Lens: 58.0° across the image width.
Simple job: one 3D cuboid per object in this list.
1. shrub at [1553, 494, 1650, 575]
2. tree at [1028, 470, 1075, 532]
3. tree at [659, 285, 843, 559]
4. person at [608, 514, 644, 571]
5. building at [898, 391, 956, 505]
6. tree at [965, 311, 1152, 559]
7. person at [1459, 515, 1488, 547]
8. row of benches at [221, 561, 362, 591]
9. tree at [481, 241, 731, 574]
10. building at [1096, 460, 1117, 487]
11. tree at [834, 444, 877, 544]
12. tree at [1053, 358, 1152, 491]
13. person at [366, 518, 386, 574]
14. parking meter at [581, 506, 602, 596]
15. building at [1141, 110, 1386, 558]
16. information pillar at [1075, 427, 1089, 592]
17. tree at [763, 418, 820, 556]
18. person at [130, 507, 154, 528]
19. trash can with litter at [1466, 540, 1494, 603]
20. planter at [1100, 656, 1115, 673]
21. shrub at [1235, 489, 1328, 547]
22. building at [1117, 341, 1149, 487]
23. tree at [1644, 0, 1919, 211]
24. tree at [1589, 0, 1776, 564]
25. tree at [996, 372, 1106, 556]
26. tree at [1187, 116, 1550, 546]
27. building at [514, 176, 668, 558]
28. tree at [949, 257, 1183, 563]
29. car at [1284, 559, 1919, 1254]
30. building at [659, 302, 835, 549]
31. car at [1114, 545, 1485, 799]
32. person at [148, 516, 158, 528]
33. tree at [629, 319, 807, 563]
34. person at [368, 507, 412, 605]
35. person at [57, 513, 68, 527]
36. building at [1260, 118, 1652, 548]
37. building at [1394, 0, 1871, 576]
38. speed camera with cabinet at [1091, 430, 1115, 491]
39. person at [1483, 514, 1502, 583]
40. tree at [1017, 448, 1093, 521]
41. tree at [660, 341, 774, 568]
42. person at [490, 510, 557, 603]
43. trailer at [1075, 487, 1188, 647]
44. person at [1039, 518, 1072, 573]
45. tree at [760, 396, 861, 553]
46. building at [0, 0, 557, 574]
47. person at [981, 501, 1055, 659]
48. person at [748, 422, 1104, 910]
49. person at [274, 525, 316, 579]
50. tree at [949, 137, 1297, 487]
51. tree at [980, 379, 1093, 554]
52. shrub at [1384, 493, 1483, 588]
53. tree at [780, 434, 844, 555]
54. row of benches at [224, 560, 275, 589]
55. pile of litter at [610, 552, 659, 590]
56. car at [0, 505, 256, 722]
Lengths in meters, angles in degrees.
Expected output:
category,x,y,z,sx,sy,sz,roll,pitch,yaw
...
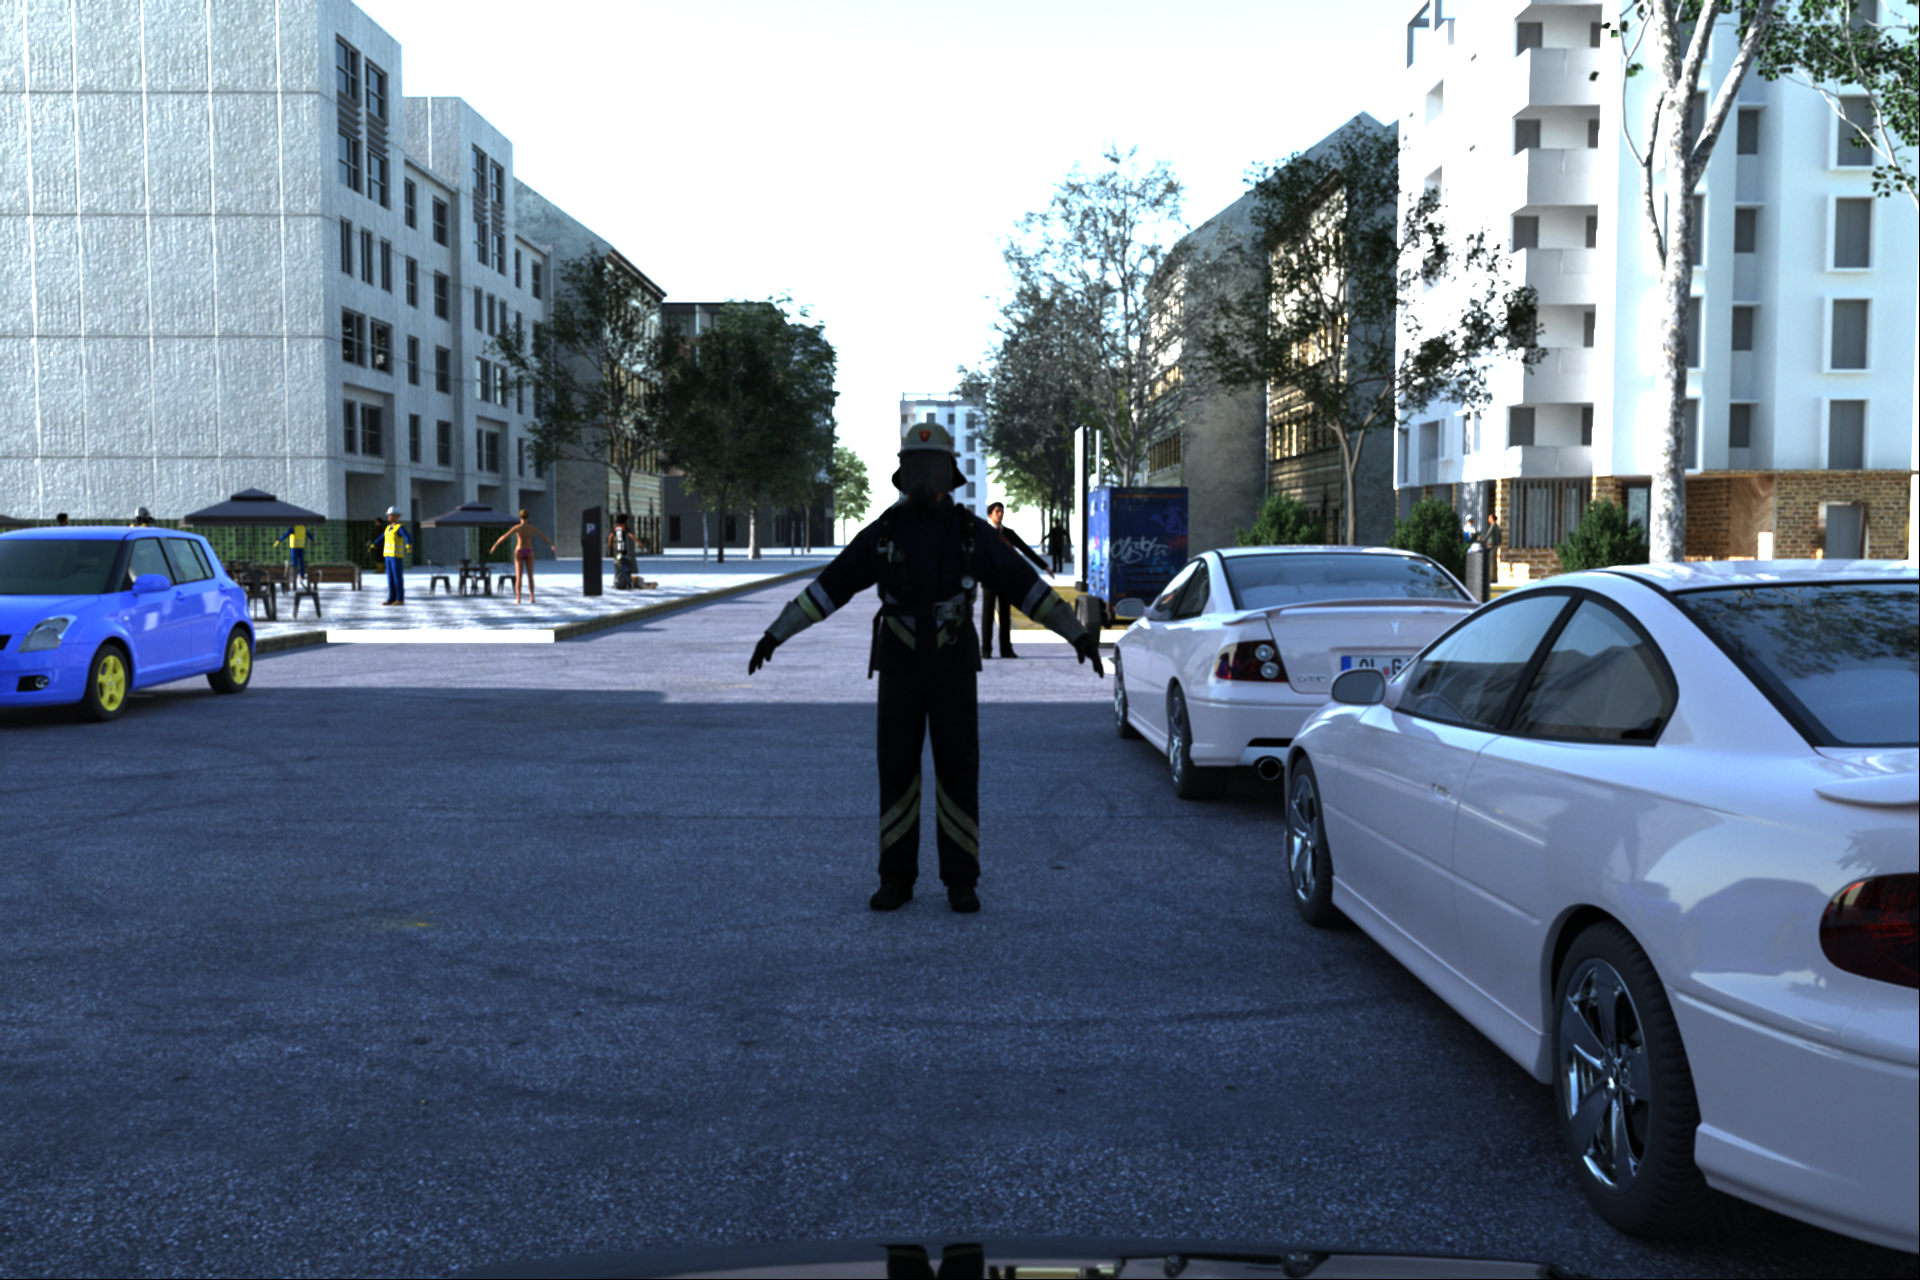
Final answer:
category,x,y,z,sx,sy,sz,roll,pitch,yaw
shrub,11.965,-1.703,32.270,1.690,2.028,1.600,0,3,0
tree,5.913,-10.492,121.905,4.737,8.622,4.395,0,3,0
tree,-10.666,-11.137,88.741,9.857,13.997,8.962,0,3,0
person,-8.971,-2.453,46.249,1.345,1.843,0.704,3,4,37
building,-7.590,-22.153,221.077,11.380,20.090,16.016,0,4,7
tree,5.322,-11.016,90.476,12.009,13.543,11.850,0,3,0
person,14.957,-2.743,50.706,0.705,1.847,1.347,-1,4,-22
row of benches,-15.557,-1.452,39.210,4.104,0.672,1.422,0,4,-6
tree,-10.813,-7.411,55.578,7.601,10.594,8.767,1,4,21
building,20.924,-15.453,194.808,9.099,9.664,28.070,0,4,0
tree,-14.116,-18.273,216.890,7.486,12.596,7.792,0,3,0
tree,5.717,-7.162,67.462,4.737,8.622,4.395,0,3,0
person,-18.724,-3.037,55.799,0.704,1.812,1.346,0,4,6
parking meter,-7.664,-1.854,36.023,0.399,1.863,0.255,0,4,1
building,20.968,-16.423,99.443,19.493,23.208,18.063,0,4,0
information pillar,2.740,-2.909,38.871,0.184,3.620,1.656,0,4,-1
tree,-9.654,-9.185,100.537,4.360,8.622,3.978,0,3,0
person,-17.355,-1.901,36.851,1.354,1.858,0.705,1,4,22
trash can with litter,5.785,-0.504,19.304,1.678,1.210,2.233,0,4,0
planter,2.474,0.166,18.432,1.991,0.319,1.994,0,4,0
shrub,5.680,-1.620,30.521,1.661,2.075,1.752,0,3,0
building,24.488,-18.095,162.314,16.747,18.905,31.486,0,4,0
tree,21.976,-11.226,39.431,12.611,20.169,13.585,0,3,0
tree,10.083,-10.053,20.260,12.611,20.169,13.585,0,3,0
tree,5.558,-10.838,102.961,9.928,11.665,9.643,0,3,0
tree,8.826,-6.331,37.926,8.767,10.594,7.601,2,4,33
building,-27.993,-16.458,100.010,19.493,23.208,18.063,0,4,-1
tree,4.713,-10.190,76.974,12.009,13.543,11.850,0,3,0
car,2.213,0.454,4.933,2.083,1.381,4.827,0,4,-1
building,-27.233,-19.873,168.891,27.936,21.610,32.646,0,4,0
car,2.060,0.099,10.751,2.083,1.381,4.827,0,4,-1
person,-23.916,-2.751,51.158,1.347,1.806,0.705,-2,4,-31
tree,-10.656,-8.662,76.042,8.767,10.594,7.601,0,4,5
person,-10.245,-1.511,31.173,1.216,1.772,0.721,3,4,36
person,-19.465,-1.901,37.802,1.216,1.740,0.721,3,4,37
building,25.079,-15.232,79.966,19.493,23.208,18.063,0,4,0
building,20.928,-12.533,61.331,16.016,20.090,11.380,0,4,0
speed camera with cabinet,2.856,-2.327,32.379,0.660,3.252,2.038,0,4,-1
person,13.900,-2.384,45.248,0.705,1.796,1.348,3,4,39
tree,11.930,-18.648,215.260,12.009,13.543,11.850,0,3,0
tree,-9.806,-7.057,65.747,4.360,8.622,3.978,0,3,0
person,-8.104,-1.554,32.219,1.217,1.733,0.721,-1,4,-19
trailer,2.244,-0.971,22.925,1.471,1.999,3.904,0,4,-1
person,3.199,-3.121,57.258,1.346,1.802,0.704,-2,4,-33
tree,-10.528,-11.192,117.398,8.767,10.594,7.601,2,4,32
building,-28.511,-12.468,70.314,16.747,18.905,31.486,0,4,0
person,0.435,-0.694,19.993,1.347,1.806,0.705,-1,4,-18
person,-0.126,0.098,6.630,1.354,1.856,0.705,0,4,6
person,-18.942,-2.661,49.473,0.705,1.833,1.349,2,4,33
tree,5.149,-8.743,53.322,12.009,13.543,11.850,0,3,0
tree,4.979,-11.892,112.563,7.486,12.596,7.792,0,3,0
shrub,8.527,-1.639,31.223,1.690,2.028,1.600,0,3,0
tree,-9.976,-9.621,107.672,4.360,8.622,3.978,0,3,0
row of benches,-18.192,-1.552,40.840,4.104,0.672,1.422,1,4,11
pile of litter,-7.637,-1.625,40.533,1.176,0.858,1.719,0,4,-1
car,-7.307,-0.288,14.304,1.945,1.707,3.694,0,4,0
